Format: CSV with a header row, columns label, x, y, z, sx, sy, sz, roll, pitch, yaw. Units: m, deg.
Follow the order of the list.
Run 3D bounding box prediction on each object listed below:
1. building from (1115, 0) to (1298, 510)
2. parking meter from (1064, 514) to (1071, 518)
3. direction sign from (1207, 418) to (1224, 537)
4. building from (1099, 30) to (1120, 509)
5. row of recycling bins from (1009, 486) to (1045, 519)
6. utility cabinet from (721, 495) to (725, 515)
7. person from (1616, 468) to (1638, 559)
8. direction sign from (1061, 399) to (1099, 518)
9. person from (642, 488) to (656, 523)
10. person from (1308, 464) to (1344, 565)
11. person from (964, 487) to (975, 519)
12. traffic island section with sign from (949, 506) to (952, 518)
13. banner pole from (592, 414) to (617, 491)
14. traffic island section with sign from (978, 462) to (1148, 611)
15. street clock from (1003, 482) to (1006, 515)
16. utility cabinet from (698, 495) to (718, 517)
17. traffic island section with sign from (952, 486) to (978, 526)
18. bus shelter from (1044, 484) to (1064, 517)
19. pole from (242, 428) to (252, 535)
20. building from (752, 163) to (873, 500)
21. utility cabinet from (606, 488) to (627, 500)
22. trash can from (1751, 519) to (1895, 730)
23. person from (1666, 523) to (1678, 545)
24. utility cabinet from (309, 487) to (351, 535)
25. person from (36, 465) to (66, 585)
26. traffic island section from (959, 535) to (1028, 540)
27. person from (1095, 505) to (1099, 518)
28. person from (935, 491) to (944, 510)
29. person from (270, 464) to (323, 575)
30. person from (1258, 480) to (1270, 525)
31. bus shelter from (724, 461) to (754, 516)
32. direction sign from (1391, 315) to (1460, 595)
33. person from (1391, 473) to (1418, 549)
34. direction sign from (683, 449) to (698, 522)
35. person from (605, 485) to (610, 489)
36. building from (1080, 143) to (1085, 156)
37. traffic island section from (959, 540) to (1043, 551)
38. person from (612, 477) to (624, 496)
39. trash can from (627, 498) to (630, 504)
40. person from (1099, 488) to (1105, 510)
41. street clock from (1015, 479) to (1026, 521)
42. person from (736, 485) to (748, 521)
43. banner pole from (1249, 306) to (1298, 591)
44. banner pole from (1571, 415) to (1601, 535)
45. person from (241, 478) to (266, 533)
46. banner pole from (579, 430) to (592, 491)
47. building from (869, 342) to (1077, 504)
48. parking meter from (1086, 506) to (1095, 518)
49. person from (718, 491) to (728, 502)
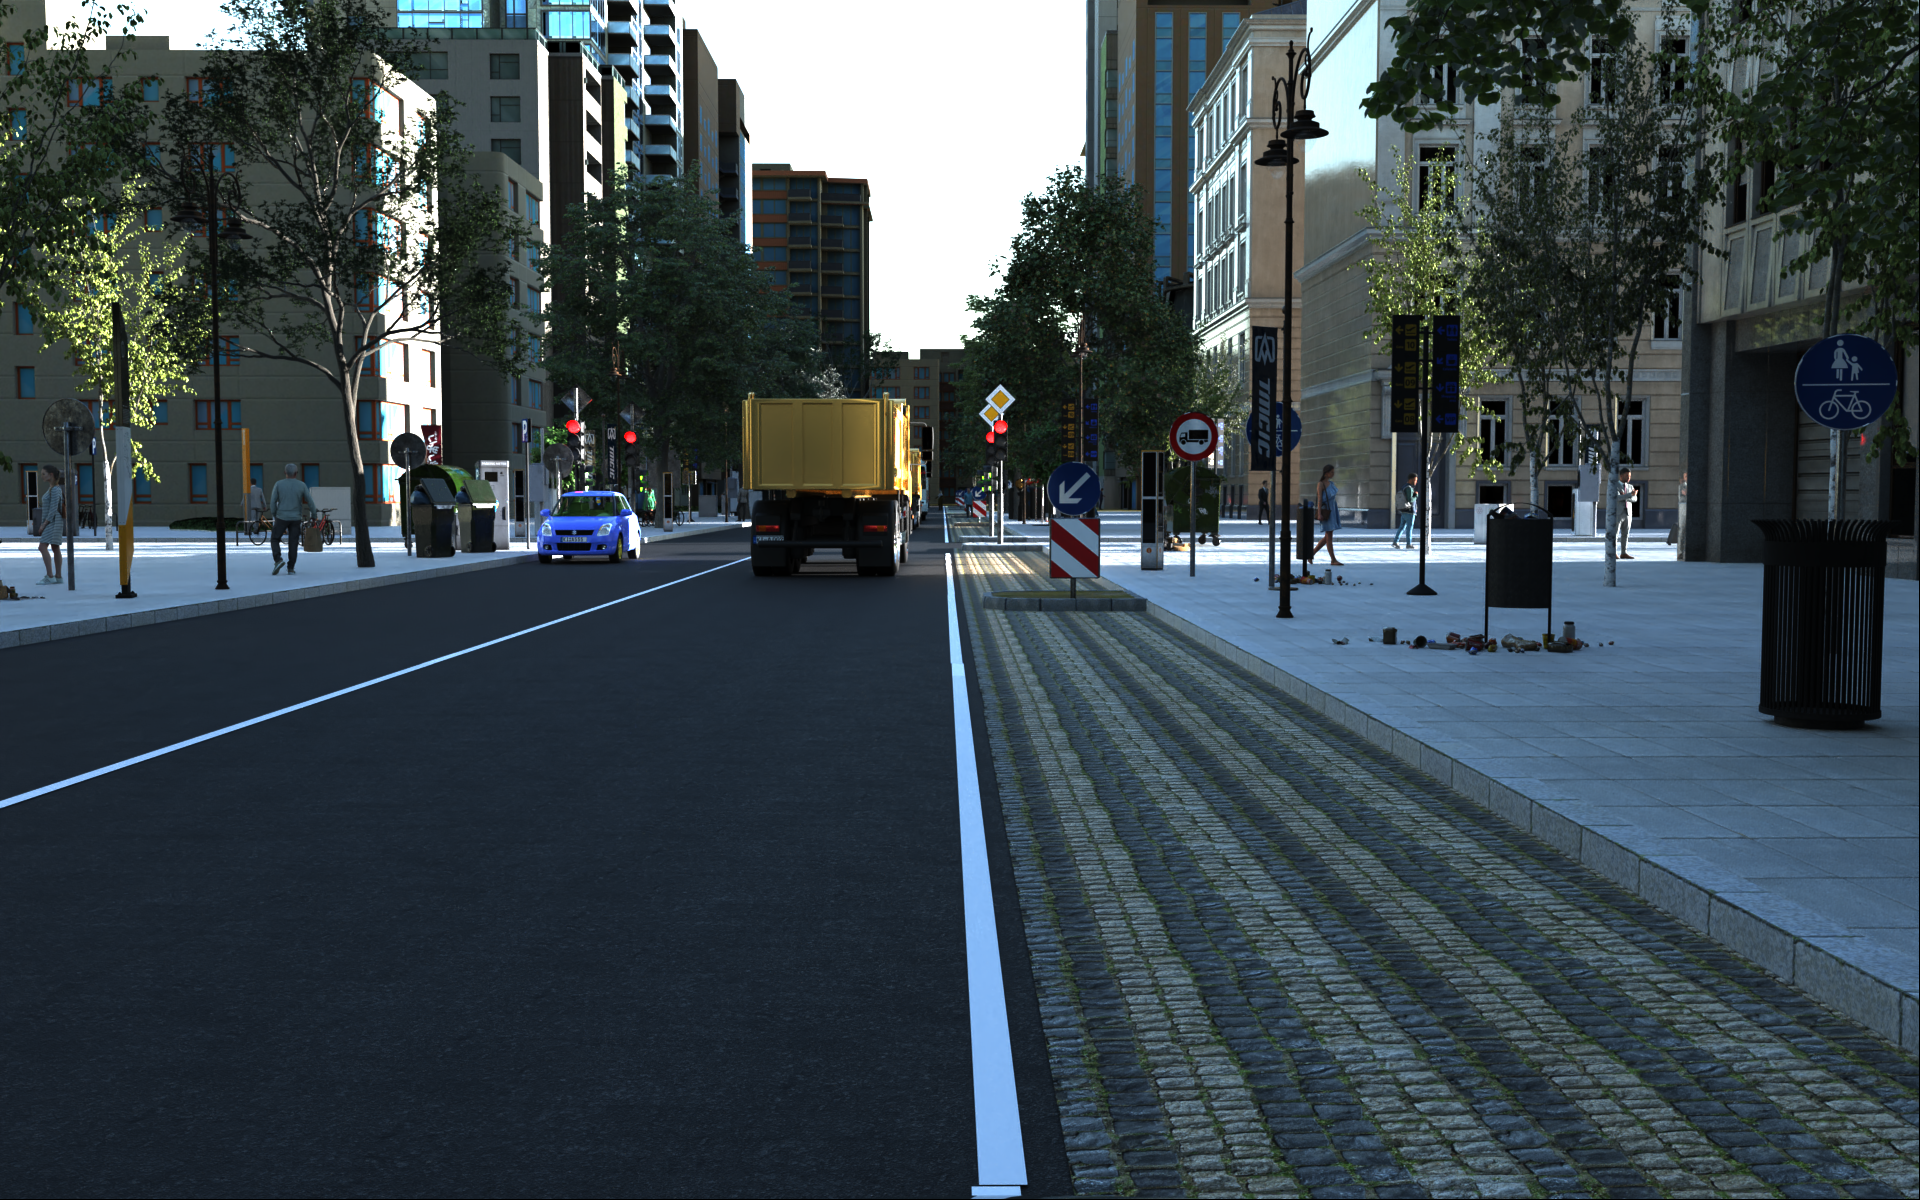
label,x,y,z,sx,sy,sz,roll,pitch,yaw
building,20.444,-30.081,141.940,14.600,45.320,14.200,0,4,-1
parking meter,5.110,-4.663,81.945,0.399,1.863,0.255,1,4,20
direction sign,7.666,-3.672,52.031,0.379,3.537,0.876,3,5,40
building,19.525,-28.947,156.875,14.154,41.232,14.086,0,4,-1
row of recycling bins,3.439,-5.054,89.749,1.069,1.692,3.534,2,4,26
utility cabinet,-14.647,-5.901,107.644,0.306,1.237,1.020,0,4,-4
person,13.106,-1.709,34.167,0.511,1.800,0.466,-2,4,-31
direction sign,2.846,-3.009,41.186,0.876,3.537,0.379,0,4,8
person,-13.664,-4.267,76.060,0.600,1.795,0.529,-2,4,-32
person,6.539,-1.525,31.071,0.616,1.811,0.778,-3,5,-44
person,0.557,-5.441,97.474,0.660,1.820,0.620,0,4,2
traffic island section with sign,0.462,-5.828,103.913,1.989,1.847,2.006,0,4,-1
banner pole,-10.991,-3.927,54.222,0.401,3.779,0.863,2,4,28
traffic island section with sign,1.282,-0.815,21.956,1.989,1.847,2.006,0,4,-1
street clock,2.538,-6.088,104.110,0.471,2.002,0.358,0,4,-1
utility cabinet,-14.009,-5.210,96.338,1.020,1.237,0.306,0,4,6
traffic island section with sign,0.736,-4.179,76.959,1.989,1.847,2.006,0,4,-1
bus shelter,5.450,-6.561,98.560,1.731,3.624,6.357,0,4,-1
pole,-22.143,-3.665,53.763,0.158,3.312,0.155,0,3,0
building,-26.320,-35.313,231.997,28.867,44.769,22.147,0,4,-1
utility cabinet,-13.242,-3.559,66.866,0.318,1.500,1.173,-3,5,-39
trash can,4.778,0.125,9.602,0.748,1.137,0.748,0,3,0
person,18.167,-2.226,42.653,0.699,1.804,1.509,-1,4,-11
utility cabinet,-19.686,-2.781,54.155,1.173,1.500,0.318,-2,4,-32
person,-12.970,-1.083,24.748,0.522,1.701,0.512,-3,4,-36
traffic island section,0.971,-1.840,52.362,2.009,0.180,2.903,0,4,-1
person,7.272,-5.323,93.911,0.643,1.720,0.563,-1,4,-9
person,-1.795,-8.817,153.385,0.721,1.736,1.217,-3,5,-43
person,-10.629,-1.296,27.712,0.782,1.767,0.515,-2,4,-28
person,12.764,-4.067,72.323,0.659,1.850,0.755,-2,4,-35
bus shelter,-12.808,-6.701,103.487,2.014,3.302,5.546,0,4,-1
direction sign,5.893,-1.834,21.991,0.876,3.537,0.379,0,4,-6
person,10.479,-2.087,40.511,0.721,1.781,0.623,-1,4,-16
direction sign,-12.477,-5.392,80.164,0.379,3.537,0.876,3,5,40
person,-17.154,-4.742,83.761,0.537,1.800,0.526,-3,5,-40
building,31.068,-39.545,235.798,27.495,52.752,28.713,0,4,-1
traffic island section,1.050,-1.351,44.377,2.009,0.180,2.903,0,4,-1
person,-11.177,-3.076,56.105,0.755,1.850,0.659,2,4,25
trash can,-13.932,-3.649,71.309,0.748,1.137,0.748,0,3,0
person,11.613,-8.264,141.606,0.568,1.767,0.683,-1,4,-20
street clock,2.853,-4.719,81.730,0.471,2.002,0.358,1,4,21
person,-10.228,-4.586,81.200,0.592,1.802,0.473,-2,4,-24
banner pole,4.137,-2.012,22.921,0.863,3.779,0.401,-2,4,-35
banner pole,19.774,-3.954,54.670,0.863,3.779,0.401,2,4,27
person,-22.674,-3.016,55.636,0.678,1.792,0.850,-3,5,-40
banner pole,-12.793,-4.236,59.278,0.401,3.779,0.863,3,5,44
building,2.675,-23.886,235.568,28.899,21.520,27.650,0,4,-1
parking meter,5.519,-3.963,73.210,0.372,1.533,0.369,0,3,0
person,-18.773,-8.119,138.788,0.705,1.824,1.348,3,5,43
